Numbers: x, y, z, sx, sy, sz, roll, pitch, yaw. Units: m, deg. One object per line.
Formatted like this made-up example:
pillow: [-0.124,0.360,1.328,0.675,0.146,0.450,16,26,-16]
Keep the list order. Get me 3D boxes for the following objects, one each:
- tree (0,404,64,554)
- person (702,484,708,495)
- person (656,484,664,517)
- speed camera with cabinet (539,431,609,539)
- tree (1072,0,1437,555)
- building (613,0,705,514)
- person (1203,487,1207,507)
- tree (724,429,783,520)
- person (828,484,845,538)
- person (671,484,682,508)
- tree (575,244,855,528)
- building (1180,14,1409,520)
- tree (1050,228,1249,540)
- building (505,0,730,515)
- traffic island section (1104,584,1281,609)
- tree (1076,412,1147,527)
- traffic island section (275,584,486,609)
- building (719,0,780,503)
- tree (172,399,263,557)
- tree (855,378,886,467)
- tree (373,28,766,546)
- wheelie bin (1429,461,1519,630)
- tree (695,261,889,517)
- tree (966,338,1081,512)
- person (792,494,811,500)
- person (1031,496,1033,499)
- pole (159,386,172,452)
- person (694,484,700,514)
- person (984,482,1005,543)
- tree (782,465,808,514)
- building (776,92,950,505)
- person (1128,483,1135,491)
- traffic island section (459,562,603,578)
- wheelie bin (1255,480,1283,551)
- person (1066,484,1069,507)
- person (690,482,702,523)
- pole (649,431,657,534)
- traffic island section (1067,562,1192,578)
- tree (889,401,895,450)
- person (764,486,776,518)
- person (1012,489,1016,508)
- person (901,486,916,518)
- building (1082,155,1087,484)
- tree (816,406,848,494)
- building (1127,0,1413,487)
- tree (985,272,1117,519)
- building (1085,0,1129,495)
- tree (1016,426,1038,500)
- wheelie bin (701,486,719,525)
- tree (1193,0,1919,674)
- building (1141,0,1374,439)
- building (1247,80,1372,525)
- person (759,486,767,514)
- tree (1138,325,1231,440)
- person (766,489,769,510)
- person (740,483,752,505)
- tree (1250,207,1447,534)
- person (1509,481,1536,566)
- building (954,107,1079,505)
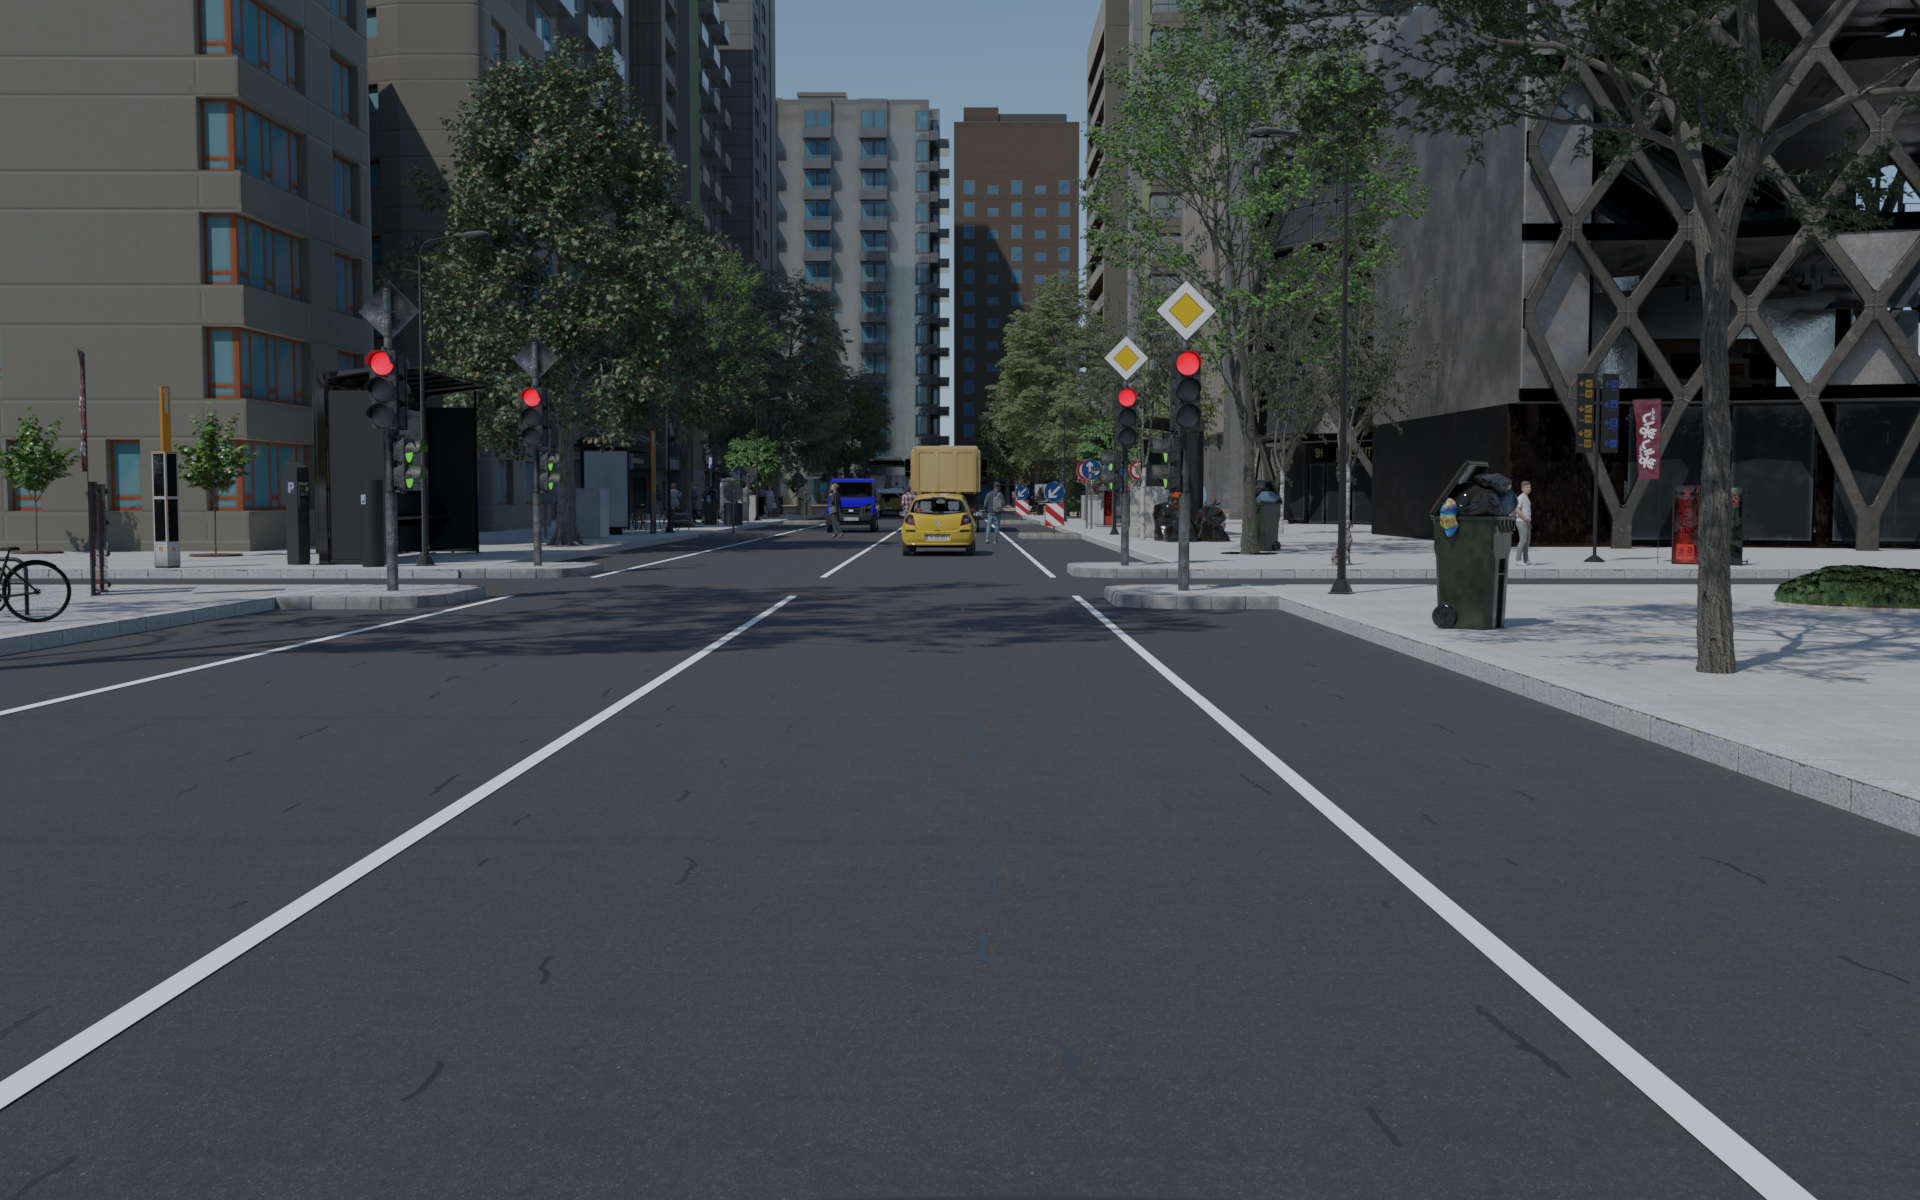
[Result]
tree: [-20.025,-2.609,37.259,1.663,3.219,1.824,0,3,0]
person: [-13.873,-5.452,95.168,0.794,1.824,0.713,3,5,40]
person: [-17.081,-5.614,97.810,0.713,1.824,0.794,-1,4,-19]
speed camera with cabinet: [-11.231,-3.424,50.316,2.038,3.252,0.660,1,4,19]
tree: [5.984,-6.773,36.497,9.928,11.665,9.643,0,3,0]
building: [-24.880,-26.278,113.242,14.154,41.232,14.086,0,4,0]
person: [8.626,-3.376,61.266,0.620,1.820,0.660,-1,4,-14]
tree: [-10.401,-6.355,87.622,4.285,4.588,4.351,0,3,0]
person: [-4.000,-2.895,56.249,0.534,1.772,0.576,0,4,1]
person: [-12.927,-4.410,78.716,0.480,1.755,0.524,0,4,7]
tree: [-10.600,-8.575,65.956,9.928,11.665,9.643,0,3,0]
building: [19.455,-16.988,95.779,12.078,24.808,19.932,0,4,0]
tree: [4.938,-5.977,48.090,4.360,8.622,3.978,0,3,0]
building: [-30.111,-31.589,136.094,23.786,49.044,30.456,0,4,0]
traffic island section: [2.993,-0.045,23.019,2.009,0.180,2.903,0,4,0]
tree: [6.000,-5.146,67.855,4.285,4.588,4.351,0,3,0]
traffic island section: [-7.548,-0.044,22.997,2.009,0.180,2.903,0,4,0]
building: [-28.401,-44.299,162.533,20.611,71.187,20.563,0,4,0]
tree: [-15.446,-2.515,35.726,1.663,3.219,1.824,0,3,0]
tree: [-10.148,-13.992,154.522,9.928,11.665,9.643,0,3,0]
tree: [-9.886,-7.723,43.282,9.611,12.733,9.660,0,3,0]
wheelie bin: [4.940,-0.532,16.610,0.693,1.594,0.980,2,4,34]
tree: [-10.345,-11.618,96.605,9.857,13.997,8.962,0,3,0]
tree: [5.272,-12.576,122.630,9.611,12.733,9.660,0,3,0]
person: [-11.163,-7.092,122.002,1.348,1.823,0.705,0,4,-6]
person: [6.110,-7.873,135.561,1.217,1.735,0.721,2,4,34]
pole: [-15.002,-2.380,32.757,0.158,3.312,0.155,0,3,0]
person: [-13.692,-5.097,89.474,0.767,1.812,0.694,-3,5,-39]
person: [1.005,-2.539,50.358,0.623,1.781,0.721,0,4,3]
tree: [-10.659,-7.288,113.761,1.663,3.219,1.824,0,3,0]
building: [-16.480,-36.061,209.210,30.456,49.044,23.786,0,4,0]
person: [7.896,-4.531,80.096,0.580,1.828,0.573,3,4,36]
traffic island section: [-7.569,-0.532,30.982,2.009,0.180,2.903,0,4,0]
wheelie bin: [6.802,-1.895,38.885,0.693,1.594,0.980,-2,4,-35]
person: [5.488,-5.307,92.617,0.655,1.846,0.447,0,4,3]
person: [-11.697,-4.290,76.359,0.590,1.801,0.661,-1,4,-14]
pole: [-9.896,-3.788,55.781,0.158,3.312,0.155,0,3,0]
traffic island section: [2.973,-0.534,31.004,2.009,0.180,2.903,0,4,0]
tree: [-11.207,-16.069,169.387,9.857,13.997,8.962,0,3,0]
person: [-10.345,-5.390,94.519,0.694,1.780,0.624,2,4,28]
person: [4.939,-9.200,157.178,0.721,1.736,1.217,0,4,-8]
person: [-1.735,-3.062,59.400,0.563,1.720,0.643,-1,4,-17]
building: [27.912,-33.848,208.033,28.867,44.769,22.147,0,4,0]
tree: [-10.702,-11.512,138.587,4.360,8.622,3.978,0,3,0]
building: [23.775,-36.323,135.878,21.231,58.520,28.212,0,4,0]
tree: [4.953,-10.453,89.040,7.486,12.596,7.792,0,3,0]
building: [23.239,-32.921,161.955,21.300,48.544,21.600,0,4,0]
tree: [5.005,-11.930,145.416,4.737,8.622,4.395,0,3,0]
wheelie bin: [-10.439,-3.940,72.326,0.693,1.594,0.980,-1,4,-19]
tree: [5.109,-4.753,12.127,7.601,10.594,8.767,-1,4,-11]
building: [18.937,-26.400,115.229,14.154,41.232,14.086,0,4,0]
building: [21.042,-12.781,76.424,16.820,18.784,16.811,0,4,0]
person: [-12.397,-6.352,109.764,0.599,1.838,0.709,1,4,22]
tree: [9.484,-7.491,72.839,4.737,8.622,4.395,0,3,0]
person: [-15.680,-8.323,142.134,1.348,1.823,0.705,0,4,5]
person: [-10.281,-4.700,83.065,0.592,1.802,0.473,0,4,0]
tree: [10.447,-5.822,45.551,4.360,8.622,3.978,0,3,0]
person: [10.121,-1.372,31.065,0.523,1.515,0.503,0,4,3]
building: [6.389,-33.872,203.910,14.200,45.320,14.600,0,4,0]
